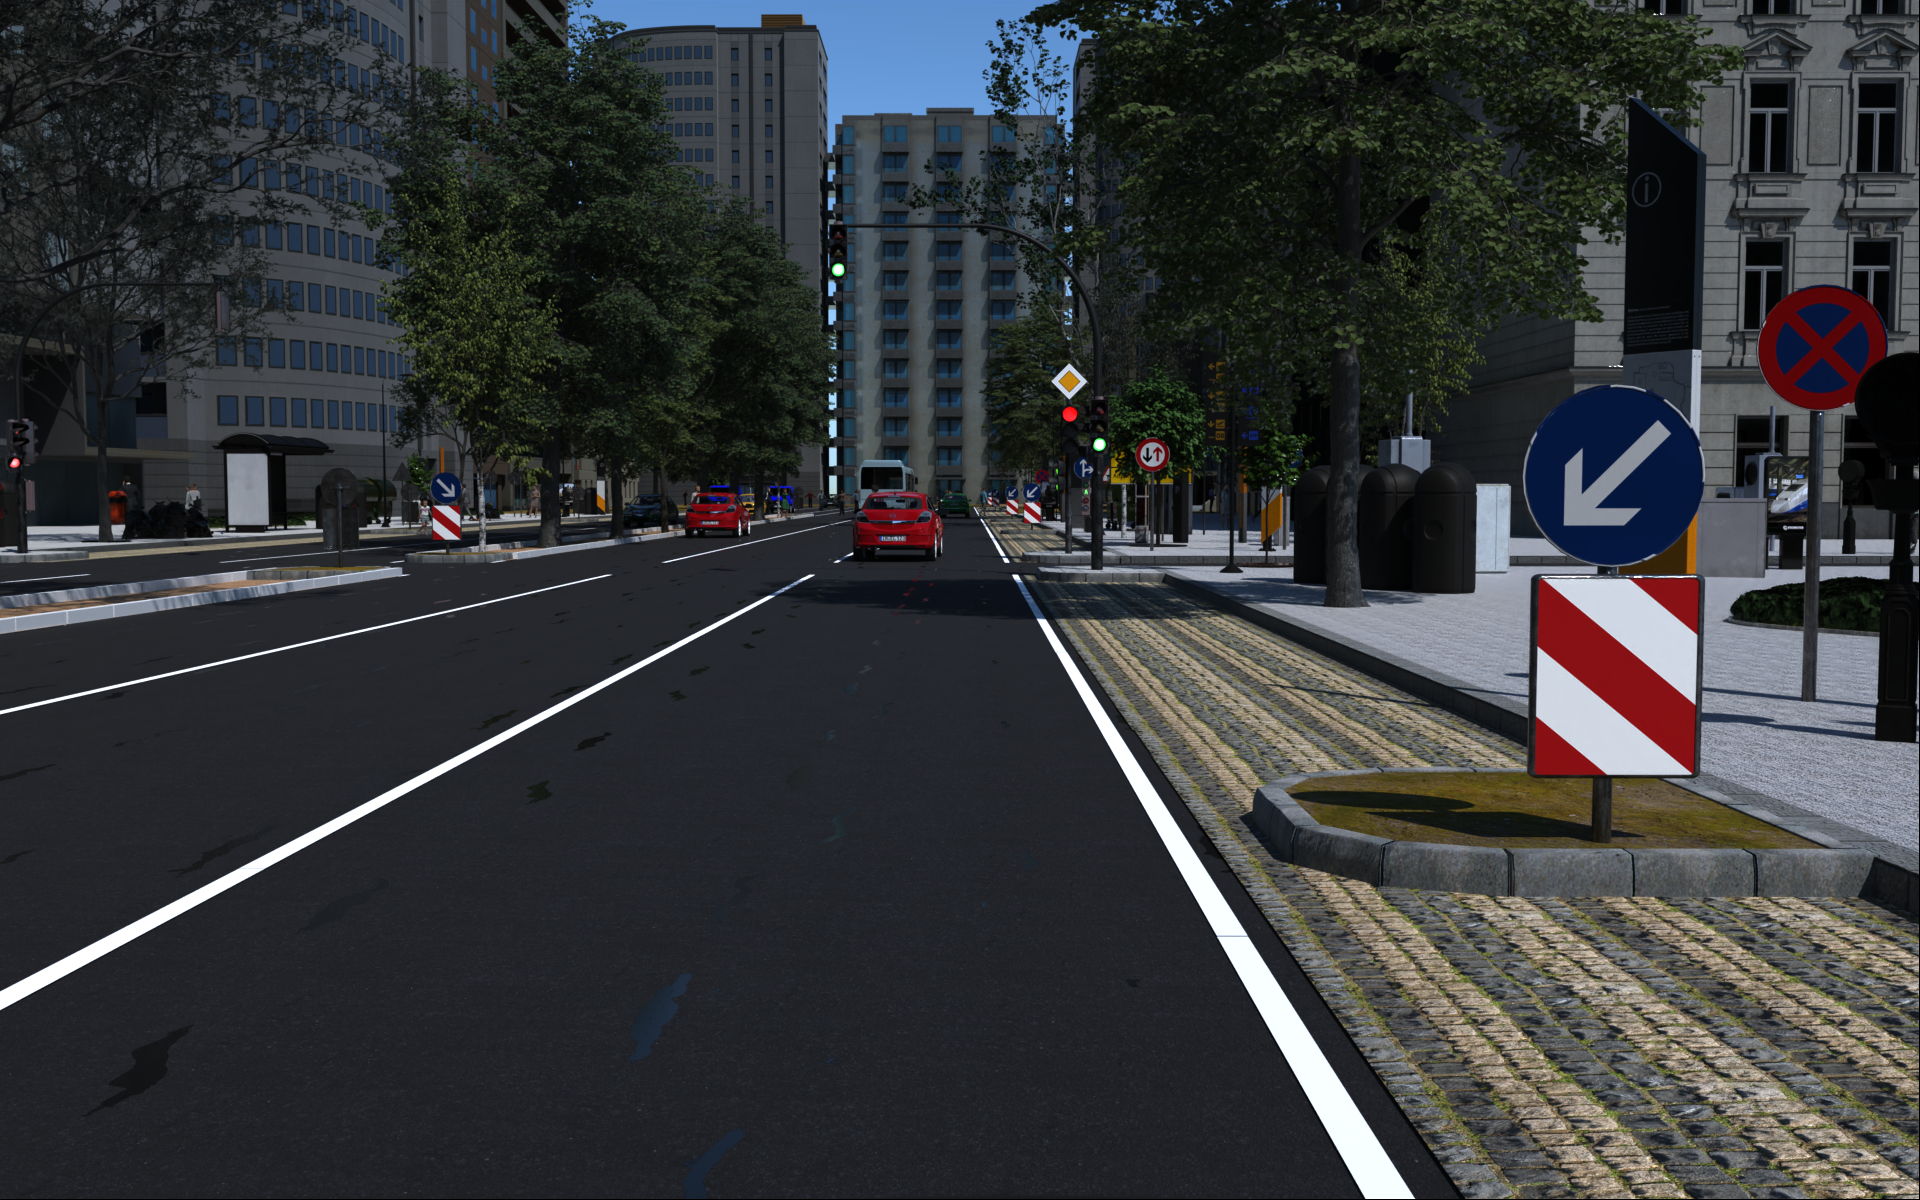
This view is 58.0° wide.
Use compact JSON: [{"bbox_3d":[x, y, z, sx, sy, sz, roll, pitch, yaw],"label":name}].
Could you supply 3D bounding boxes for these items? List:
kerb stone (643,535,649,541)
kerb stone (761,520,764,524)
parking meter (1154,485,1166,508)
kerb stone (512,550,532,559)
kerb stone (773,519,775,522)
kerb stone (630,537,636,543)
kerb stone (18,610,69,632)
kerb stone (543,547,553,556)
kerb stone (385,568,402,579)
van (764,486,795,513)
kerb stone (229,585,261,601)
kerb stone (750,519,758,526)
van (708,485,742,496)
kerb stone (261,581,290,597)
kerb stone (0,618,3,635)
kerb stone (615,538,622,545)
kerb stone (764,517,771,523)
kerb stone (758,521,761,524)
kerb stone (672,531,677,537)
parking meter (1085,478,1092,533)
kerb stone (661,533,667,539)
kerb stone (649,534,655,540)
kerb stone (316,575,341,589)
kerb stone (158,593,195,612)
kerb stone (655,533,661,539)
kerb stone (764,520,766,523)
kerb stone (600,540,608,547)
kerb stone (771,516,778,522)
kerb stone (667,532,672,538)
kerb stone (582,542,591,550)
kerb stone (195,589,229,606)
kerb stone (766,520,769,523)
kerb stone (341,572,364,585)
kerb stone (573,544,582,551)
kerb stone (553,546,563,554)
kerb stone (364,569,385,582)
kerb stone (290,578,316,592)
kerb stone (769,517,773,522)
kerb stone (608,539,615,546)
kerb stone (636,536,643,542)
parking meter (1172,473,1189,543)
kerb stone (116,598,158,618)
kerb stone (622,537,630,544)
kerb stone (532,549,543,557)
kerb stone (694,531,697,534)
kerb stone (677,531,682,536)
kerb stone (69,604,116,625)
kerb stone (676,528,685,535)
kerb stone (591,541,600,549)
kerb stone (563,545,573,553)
[{"bbox_3d":[-9.701,-1.871,52.794,0.120,0.150,1.000,0,4,0],"label":"kerb stone"},{"bbox_3d":[-9.600,-3.684,82.533,0.120,0.150,1.000,0,4,0],"label":"kerb stone"},{"bbox_3d":[6.635,-3.178,57.676,0.399,1.863,0.255,2,4,32],"label":"parking meter"},{"bbox_3d":[-9.748,-0.991,38.433,0.120,0.150,1.000,0,4,0],"label":"kerb stone"},{"bbox_3d":[-9.582,-4.004,87.652,0.120,0.150,1.000,0,4,0],"label":"kerb stone"},{"bbox_3d":[-9.712,-1.746,50.747,0.120,0.150,1.000,0,4,0],"label":"kerb stone"},{"bbox_3d":[-9.828,0.230,18.429,0.120,0.150,1.000,0,4,0],"label":"kerb stone"},{"bbox_3d":[-9.752,-1.111,40.478,0.120,0.150,1.000,0,4,0],"label":"kerb stone"},{"bbox_3d":[-9.790,-0.459,29.704,0.120,0.150,1.000,0,4,0],"label":"kerb stone"},{"bbox_3d":[-13.507,-7.711,130.456,2.240,2.365,5.245,0,4,-1],"label":"van"},{"bbox_3d":[-9.804,-0.083,23.551,0.120,0.150,1.000,0,4,0],"label":"kerb stone"},{"bbox_3d":[-9.603,-3.561,80.472,0.120,0.150,1.000,0,4,0],"label":"kerb stone"},{"bbox_3d":[-16.446,-7.123,120.843,2.240,2.365,5.245,0,4,1],"label":"van"},{"bbox_3d":[-9.799,-0.146,24.579,0.120,0.150,1.000,0,4,0],"label":"kerb stone"},{"bbox_3d":[-9.829,0.293,17.402,0.120,0.150,1.000,0,4,0],"label":"kerb stone"},{"bbox_3d":[-9.722,-1.620,48.686,0.120,0.150,1.000,0,4,0],"label":"kerb stone"},{"bbox_3d":[-9.585,-3.878,85.603,0.120,0.150,1.000,0,4,0],"label":"kerb stone"},{"bbox_3d":[-9.604,-3.621,81.502,0.120,0.150,1.000,0,4,0],"label":"kerb stone"},{"bbox_3d":[-9.681,-2.185,57.926,0.120,0.150,1.000,0,4,0],"label":"kerb stone"},{"bbox_3d":[4.341,-3.174,57.602,0.399,1.863,0.255,0,4,-3],"label":"parking meter"},{"bbox_3d":[-9.685,-2.059,55.866,0.120,0.150,1.000,0,4,0],"label":"kerb stone"},{"bbox_3d":[-9.700,-1.934,53.822,0.120,0.150,1.000,0,4,0],"label":"kerb stone"},{"bbox_3d":[-9.800,-0.266,26.624,0.120,0.150,1.000,0,4,0],"label":"kerb stone"},{"bbox_3d":[-9.817,0.042,21.502,0.120,0.150,1.000,0,4,0],"label":"kerb stone"},{"bbox_3d":[-9.695,-1.997,54.844,0.120,0.150,1.000,0,4,0],"label":"kerb stone"},{"bbox_3d":[-9.591,-3.753,83.555,0.120,0.150,1.000,0,4,0],"label":"kerb stone"},{"bbox_3d":[-9.719,-1.495,46.642,0.120,0.150,1.000,0,4,0],"label":"kerb stone"},{"bbox_3d":[-9.576,-4.066,88.682,0.120,0.150,1.000,0,4,0],"label":"kerb stone"},{"bbox_3d":[-9.689,-2.122,56.896,0.120,0.150,1.000,0,4,0],"label":"kerb stone"},{"bbox_3d":[-9.733,-1.367,44.583,0.120,0.150,1.000,0,4,0],"label":"kerb stone"},{"bbox_3d":[-9.815,-0.020,22.529,0.120,0.150,1.000,0,4,0],"label":"kerb stone"},{"bbox_3d":[-9.586,-3.815,84.578,0.120,0.150,1.000,0,4,0],"label":"kerb stone"},{"bbox_3d":[-9.787,-0.331,27.648,0.120,0.150,1.000,0,4,0],"label":"kerb stone"},{"bbox_3d":[-9.740,-1.306,43.561,0.120,0.150,1.000,0,4,0],"label":"kerb stone"},{"bbox_3d":[-9.743,-1.180,41.502,0.120,0.150,1.000,0,4,0],"label":"kerb stone"},{"bbox_3d":[-9.786,-0.395,28.670,0.120,0.150,1.000,0,4,0],"label":"kerb stone"},{"bbox_3d":[-9.806,-0.208,25.602,0.120,0.150,1.000,0,4,0],"label":"kerb stone"},{"bbox_3d":[-9.587,-3.941,86.630,0.120,0.150,1.000,0,4,0],"label":"kerb stone"},{"bbox_3d":[-9.717,-1.555,47.664,0.120,0.150,1.000,0,4,0],"label":"kerb stone"},{"bbox_3d":[-9.701,-1.809,51.772,0.120,0.150,1.000,0,4,0],"label":"kerb stone"},{"bbox_3d":[5.790,-2.431,45.461,0.255,1.863,0.399,-2,4,-35],"label":"parking meter"},{"bbox_3d":[-9.813,0.105,20.480,0.120,0.150,1.000,0,4,0],"label":"kerb stone"},{"bbox_3d":[-9.714,-1.683,49.720,0.120,0.150,1.000,0,4,0],"label":"kerb stone"},{"bbox_3d":[-9.742,-1.056,39.456,0.120,0.150,1.000,0,4,0],"label":"kerb stone"},{"bbox_3d":[-9.666,-2.434,62.036,0.120,0.150,1.000,0,4,0],"label":"kerb stone"},{"bbox_3d":[-9.680,-2.248,58.955,0.120,0.150,1.000,0,4,0],"label":"kerb stone"},{"bbox_3d":[-9.817,0.168,19.451,0.120,0.150,1.000,0,4,0],"label":"kerb stone"},{"bbox_3d":[-9.675,-2.310,59.978,0.120,0.150,1.000,0,4,0],"label":"kerb stone"},{"bbox_3d":[-9.726,-1.432,45.611,0.120,0.150,1.000,0,4,0],"label":"kerb stone"},{"bbox_3d":[-9.741,-1.244,42.528,0.120,0.150,1.000,0,4,0],"label":"kerb stone"}]
